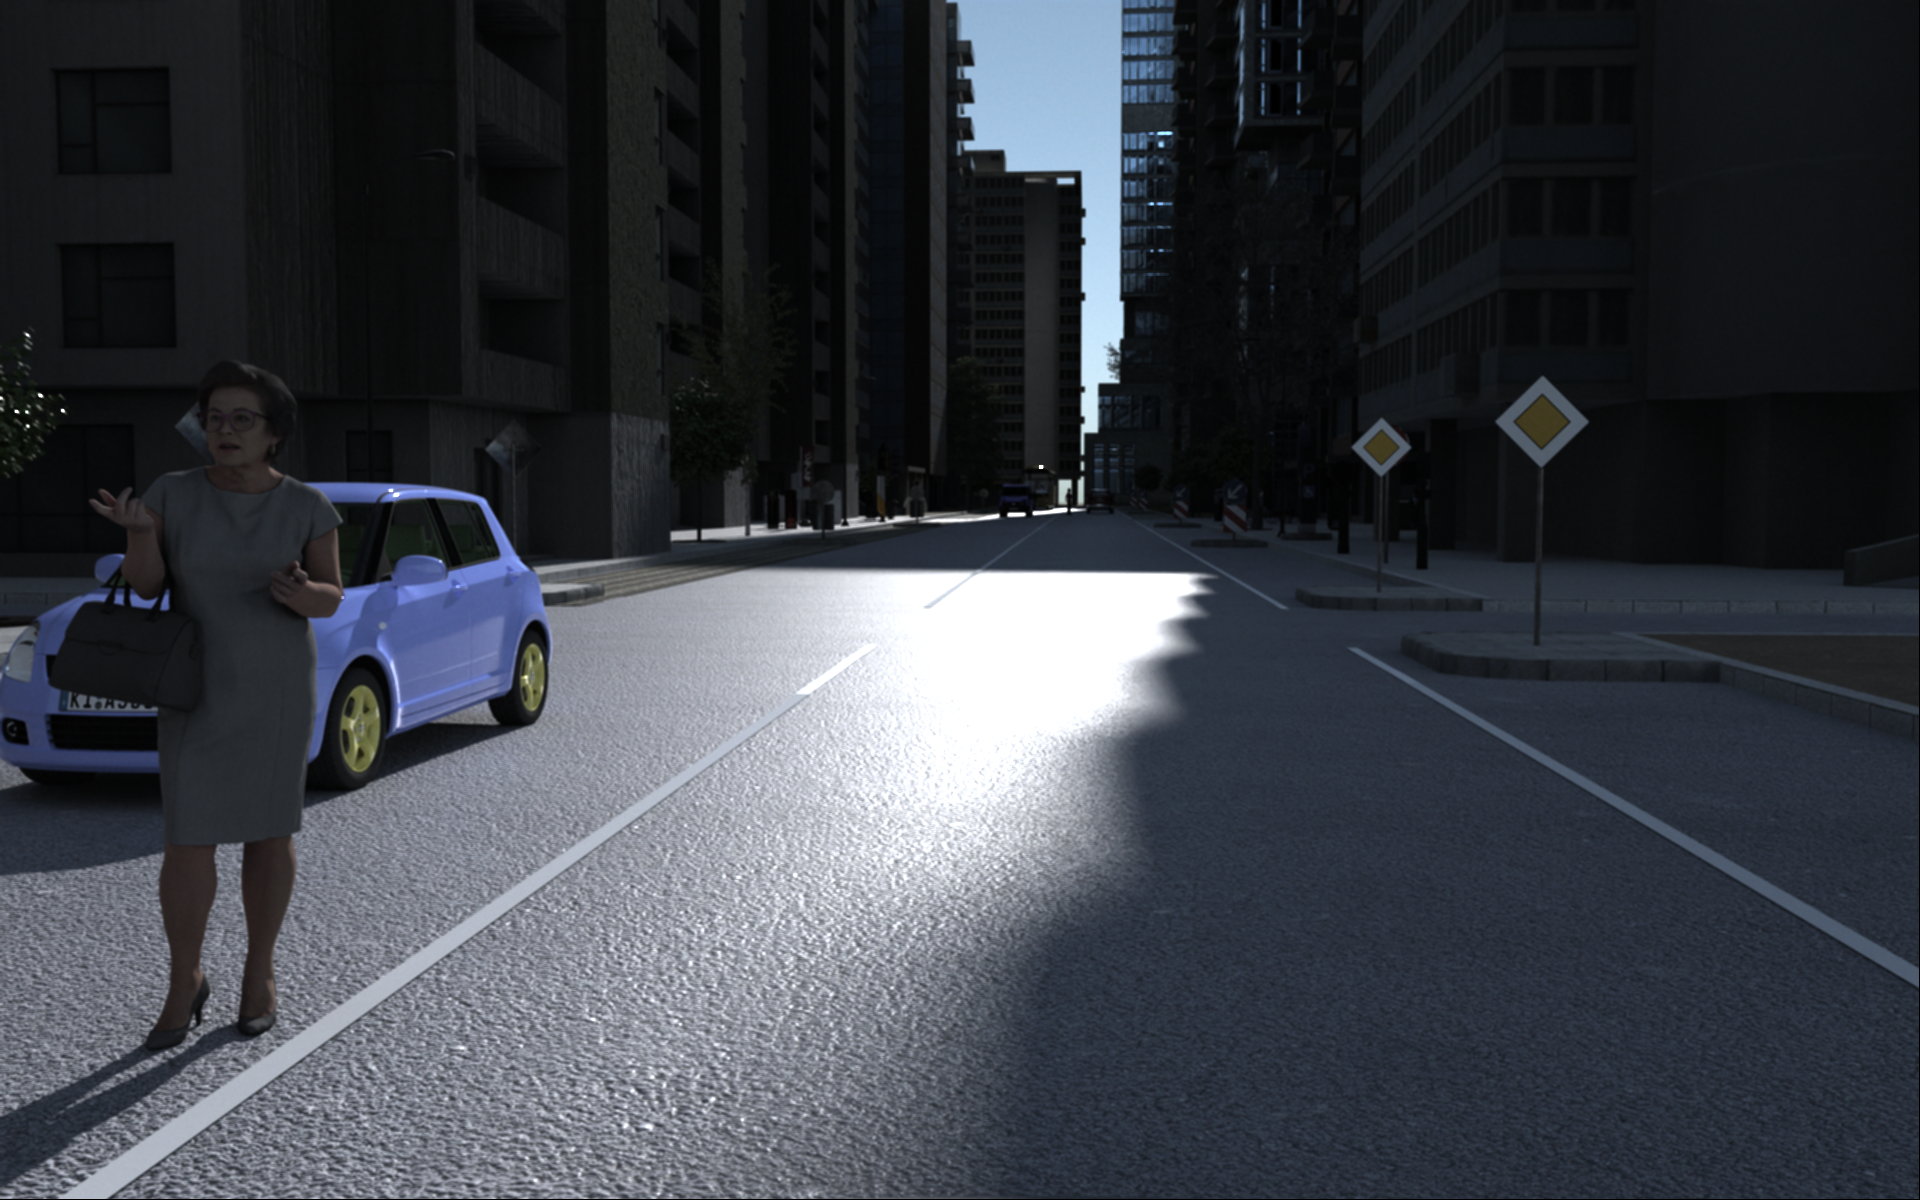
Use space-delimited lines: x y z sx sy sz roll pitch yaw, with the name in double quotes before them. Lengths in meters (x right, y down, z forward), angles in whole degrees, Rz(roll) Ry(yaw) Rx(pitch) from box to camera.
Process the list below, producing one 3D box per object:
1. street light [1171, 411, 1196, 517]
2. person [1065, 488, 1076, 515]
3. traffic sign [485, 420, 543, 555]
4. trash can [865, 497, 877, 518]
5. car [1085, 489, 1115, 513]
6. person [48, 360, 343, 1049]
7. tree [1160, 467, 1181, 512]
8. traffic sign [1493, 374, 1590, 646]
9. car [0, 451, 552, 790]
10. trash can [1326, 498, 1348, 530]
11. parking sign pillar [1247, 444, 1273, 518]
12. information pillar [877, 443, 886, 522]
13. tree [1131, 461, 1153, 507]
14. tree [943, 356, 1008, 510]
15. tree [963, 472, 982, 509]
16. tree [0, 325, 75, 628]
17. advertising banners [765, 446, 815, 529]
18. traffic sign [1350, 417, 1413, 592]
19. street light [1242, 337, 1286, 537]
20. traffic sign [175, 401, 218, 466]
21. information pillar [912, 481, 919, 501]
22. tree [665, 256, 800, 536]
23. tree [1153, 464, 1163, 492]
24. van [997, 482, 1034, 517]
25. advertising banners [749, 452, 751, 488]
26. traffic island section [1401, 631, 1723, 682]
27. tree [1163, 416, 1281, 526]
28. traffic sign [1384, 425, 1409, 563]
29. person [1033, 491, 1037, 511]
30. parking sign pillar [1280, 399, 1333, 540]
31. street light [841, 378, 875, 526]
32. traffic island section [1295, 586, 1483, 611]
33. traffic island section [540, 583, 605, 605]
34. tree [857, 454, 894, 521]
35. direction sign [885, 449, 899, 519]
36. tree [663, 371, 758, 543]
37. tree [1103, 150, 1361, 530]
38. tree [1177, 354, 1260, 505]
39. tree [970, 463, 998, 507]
"street light" 12.521 -7.616 97.066 1.470 5.913 1.316 0 4 4
"person" 7.502 -6.732 118.502 0.705 1.831 1.348 -2 4 -24
"traffic sign" -6.035 -1.211 23.448 0.795 2.450 0.064 0 4 4
"trash can" -4.687 -4.873 91.326 0.748 1.137 0.748 0 3 0
"car" 10.472 -7.391 129.515 2.281 1.827 5.304 0 4 4
"person" -1.983 0.266 4.513 0.716 1.782 0.532 -1 4 -17
"tree" 15.050 -7.850 122.949 1.663 3.219 1.824 0 3 0
"traffic sign" 4.885 -0.671 14.614 0.795 2.450 0.064 0 4 4
"car" -3.608 0.001 9.569 1.945 1.707 3.694 0 4 6
"trash can" 13.350 -3.040 61.365 0.748 1.137 0.748 0 3 0
"parking sign pillar" 16.305 -6.466 94.193 1.447 3.967 1.447 2 4 24
"information pillar" -3.576 -5.343 78.716 0.183 3.616 0.504 2 4 34
"tree" 18.588 -11.455 171.006 4.285 4.588 4.351 0 3 0
"tree" 0.289 -13.736 142.711 7.486 12.596 7.792 0 3 0
"tree" 0.931 -9.435 148.860 1.663 3.219 1.824 0 3 0
"tree" -9.698 -1.362 16.872 1.663 3.219 1.824 0 3 0
"advertising banners" -6.277 -4.146 63.973 2.074 3.025 0.090 1 4 23
"traffic sign" 5.476 -1.158 22.577 0.795 2.450 0.064 0 4 4
"street light" 9.033 -4.818 51.322 1.470 5.913 1.316 0 4 4
"traffic sign" -6.626 -0.724 15.485 0.795 2.450 0.064 0 4 4
"information pillar" -2.412 -5.532 94.939 0.304 2.012 0.304 -2 4 -23
"tree" -6.704 -6.259 52.704 4.737 8.622 4.395 0 3 0
"tree" 12.955 -6.759 94.230 4.285 4.588 4.351 0 3 0
"van" 3.533 -6.352 108.246 2.240 2.365 5.245 0 4 6
"advertising banners" -8.968 -4.635 71.967 0.090 3.025 2.074 1 4 10
"traffic island section" 4.910 0.464 14.689 2.009 0.180 2.903 0 4 4
"tree" 11.505 -5.343 71.078 4.285 4.588 4.351 0 3 0
"traffic sign" 7.887 -1.950 31.995 0.768 2.556 0.104 1 4 9
"person" 6.425 -8.403 146.709 0.721 1.723 1.217 0 4 7
"parking sign pillar" 9.719 -3.670 48.470 1.447 3.967 1.447 0 4 7
"street light" -4.076 -5.920 69.338 1.470 5.913 1.316 0 4 4
"traffic island section" 5.500 -0.023 22.652 2.009 0.180 2.903 0 4 4
"traffic island section" -6.059 -0.075 23.511 2.009 0.180 2.903 0 4 4
"tree" -4.227 -5.419 83.199 1.663 3.219 1.824 0 3 0
"direction sign" -3.494 -5.855 87.731 0.876 3.537 0.379 1 4 23
"tree" -7.074 -3.828 46.300 4.285 4.588 4.351 0 3 0
"tree" 10.584 -9.247 61.557 12.009 13.543 11.850 0 3 0
"tree" 13.093 -8.315 86.316 4.360 8.622 3.978 0 3 0
"tree" 2.281 -11.763 176.042 4.285 4.588 4.351 0 3 0
